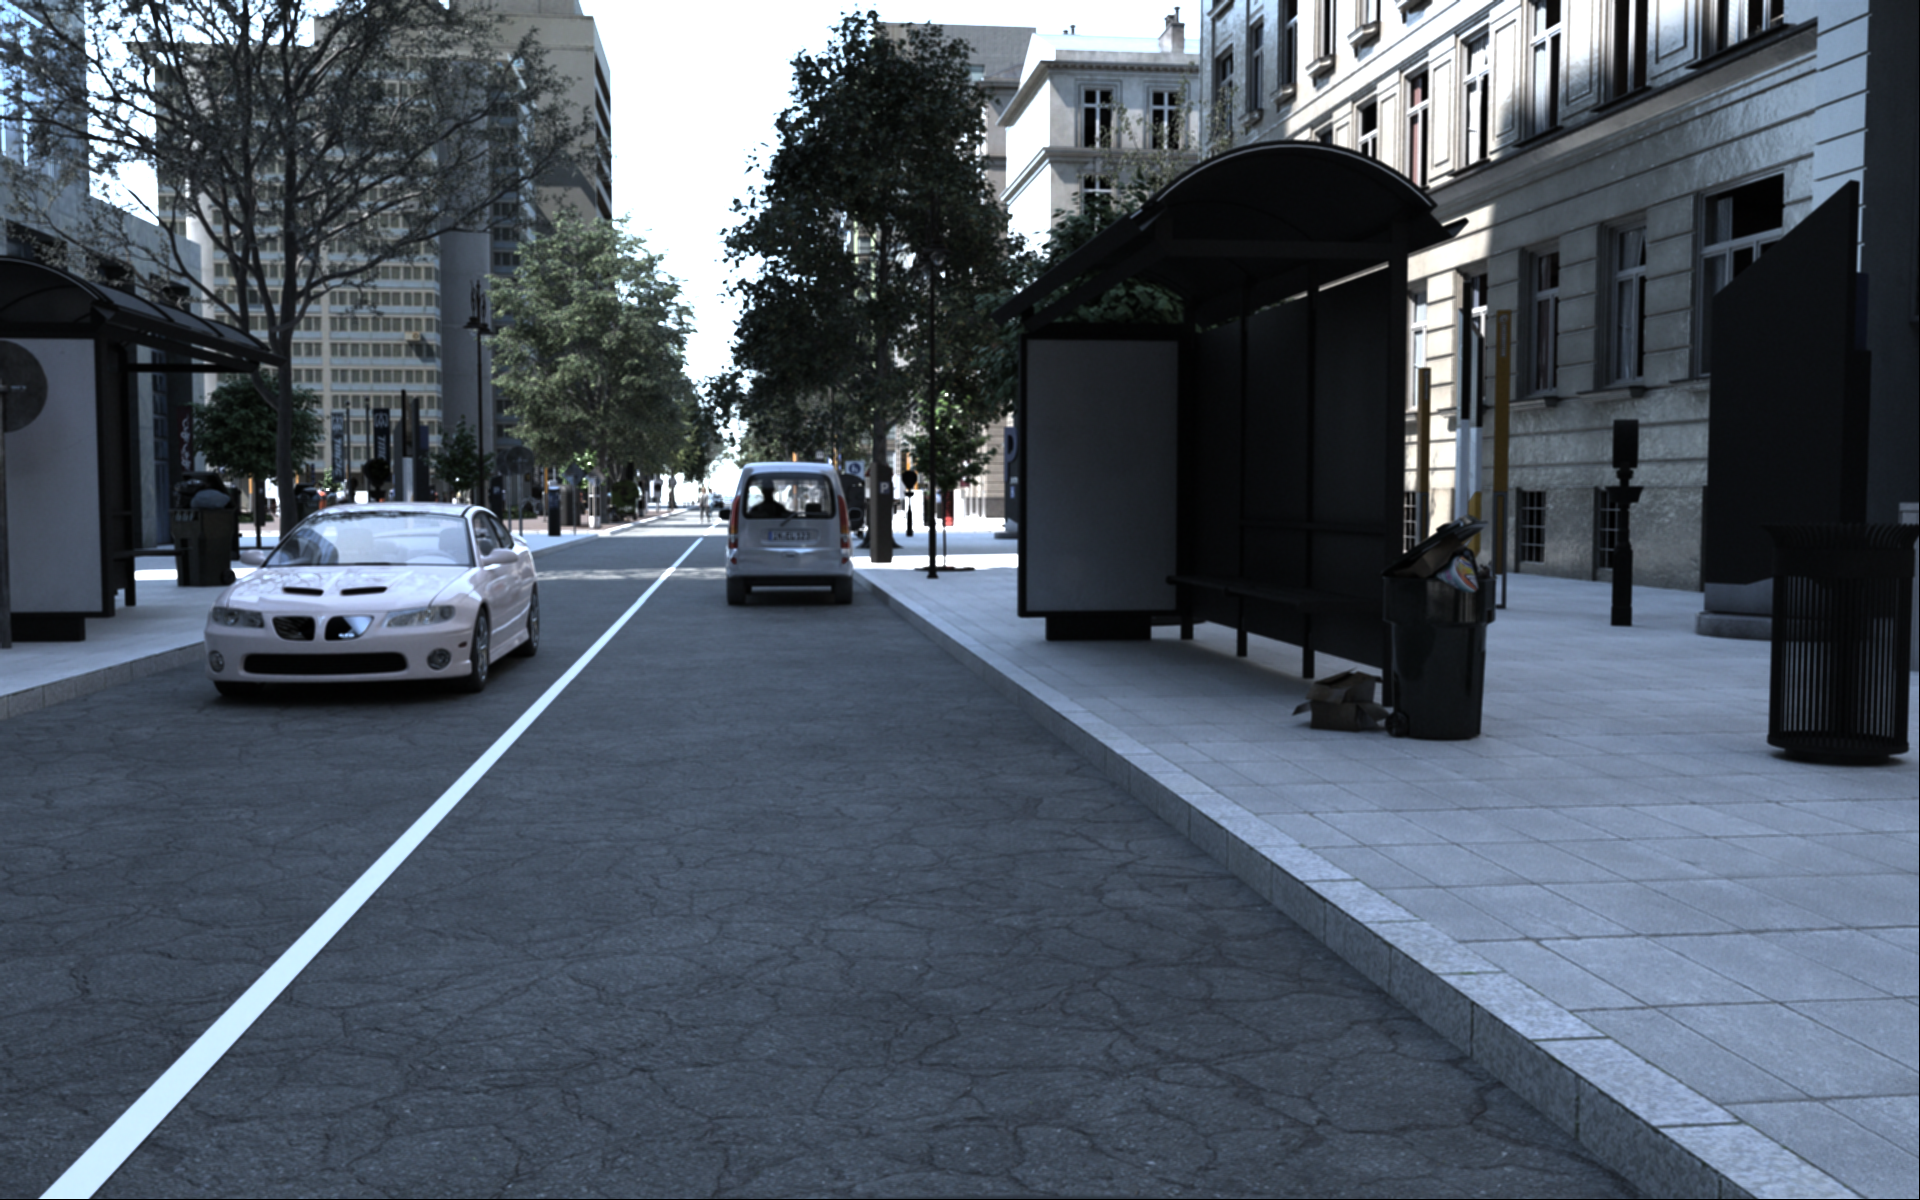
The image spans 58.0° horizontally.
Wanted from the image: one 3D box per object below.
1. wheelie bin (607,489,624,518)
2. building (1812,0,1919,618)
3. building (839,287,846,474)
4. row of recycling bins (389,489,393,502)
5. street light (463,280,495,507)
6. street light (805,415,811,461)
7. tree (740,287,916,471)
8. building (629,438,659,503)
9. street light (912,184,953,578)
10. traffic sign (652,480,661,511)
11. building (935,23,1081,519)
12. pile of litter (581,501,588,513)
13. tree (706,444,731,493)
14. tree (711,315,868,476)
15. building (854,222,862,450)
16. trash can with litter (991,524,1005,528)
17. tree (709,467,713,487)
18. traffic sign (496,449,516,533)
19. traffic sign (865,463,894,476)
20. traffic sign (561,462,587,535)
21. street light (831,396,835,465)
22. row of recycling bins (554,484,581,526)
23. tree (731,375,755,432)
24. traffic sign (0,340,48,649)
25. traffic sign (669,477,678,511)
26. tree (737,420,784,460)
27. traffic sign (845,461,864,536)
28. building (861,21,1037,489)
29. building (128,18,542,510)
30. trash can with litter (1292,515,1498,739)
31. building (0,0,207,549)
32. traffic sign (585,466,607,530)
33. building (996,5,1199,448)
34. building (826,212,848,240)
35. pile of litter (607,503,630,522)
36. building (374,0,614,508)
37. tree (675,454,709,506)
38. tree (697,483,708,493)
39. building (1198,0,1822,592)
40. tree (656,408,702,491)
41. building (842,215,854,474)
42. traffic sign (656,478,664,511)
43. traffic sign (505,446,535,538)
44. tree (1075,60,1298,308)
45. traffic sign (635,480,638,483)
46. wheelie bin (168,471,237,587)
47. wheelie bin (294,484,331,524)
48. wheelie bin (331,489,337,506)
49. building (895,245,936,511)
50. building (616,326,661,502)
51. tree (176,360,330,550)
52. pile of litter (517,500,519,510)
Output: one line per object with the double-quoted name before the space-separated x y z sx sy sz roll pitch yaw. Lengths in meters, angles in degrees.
"wheelie bin" -17.741 -4.980 89.332 0.980 1.594 0.693 -1 4 -23
"building" 16.248 -13.848 3.913 11.434 29.767 29.804 0 4 -7
"building" -11.975 -28.515 237.919 14.160 30.474 14.107 0 4 -7
"row of recycling bins" -39.893 -7.118 123.490 1.069 1.692 3.534 0 4 -4
"street light" -10.395 -3.960 37.541 0.468 5.910 1.993 0 4 -7
"street light" -7.110 -6.571 80.217 0.468 5.910 1.993 0 4 -7
"tree" -5.013 -8.471 72.916 7.601 10.594 8.767 -3 4 -36
"building" -60.487 -25.563 262.999 27.650 21.520 28.899 0 4 -7
"street light" -0.419 -3.269 26.230 0.468 5.910 1.993 0 4 -7
"traffic sign" -22.458 -7.713 128.235 0.606 2.300 0.079 0 4 -7
"building" 5.425 -18.655 102.268 12.463 27.353 25.104 0 4 -7
"pile of litter" -25.740 -6.330 117.462 1.176 0.858 1.719 -1 4 -22
"tree" -41.388 -22.029 285.923 9.928 11.665 9.643 0 3 0
"tree" -9.387 -11.503 98.440 12.009 13.543 11.850 0 3 0
"building" -3.383 -29.684 168.921 14.154 41.232 14.086 0 4 -7
"trash can with litter" 2.176 -3.351 65.843 2.233 1.210 1.678 3 5 42
"tree" -40.068 -19.548 269.973 4.360 8.622 3.978 0 3 0
"traffic sign" -12.789 -2.999 49.148 0.768 2.556 0.104 0 3 0
"traffic sign" -2.396 -3.162 51.708 0.884 2.594 0.081 0 4 1
"traffic sign" -12.068 -3.093 54.220 0.795 2.450 0.064 0 4 -7
"street light" -4.020 -5.016 54.795 0.468 5.910 1.993 0 4 -7
"row of recycling bins" -16.224 -3.898 70.843 1.069 1.692 3.534 -1 4 -20
"tree" -29.688 -24.568 257.571 12.611 20.169 13.585 0 3 0
"traffic sign" -7.931 -0.870 14.324 0.768 2.556 0.104 0 4 -4
"traffic sign" -22.039 -8.119 132.847 0.768 2.556 0.104 0 4 0
"tree" -19.405 -15.926 178.524 7.486 12.596 7.792 0 3 0
"traffic sign" -3.213 -3.110 52.980 0.606 2.300 0.079 0 4 2
"building" -1.039 -28.816 154.728 14.154 41.232 14.086 0 4 -7
"building" -48.856 -27.753 145.637 32.217 40.220 23.993 0 4 -7
"trash can with litter" 2.307 0.130 9.264 1.055 1.170 0.624 2 4 33
"building" -33.608 -43.848 29.580 31.000 86.520 22.319 0 4 -7
"traffic sign" -13.055 -3.578 62.145 0.795 2.450 0.064 0 4 -7
"building" 19.901 -16.021 81.026 34.723 24.649 14.460 0 4 -7
"building" -10.645 -43.870 259.272 21.231 58.520 28.212 0 4 -7
"pile of litter" -15.772 -4.017 79.650 1.176 0.858 1.719 -1 4 -18
"building" -45.361 -33.336 168.745 21.300 48.544 21.600 0 4 -7
"tree" -29.541 -14.529 187.912 4.360 8.622 3.978 0 3 0
"tree" -38.987 -16.410 262.906 1.663 3.219 1.824 0 3 0
"building" 15.445 -12.284 34.127 16.112 22.955 30.059 0 4 -7
"tree" -23.661 -11.795 143.217 4.737 8.622 4.395 0 3 0
"building" -1.601 -35.005 191.947 23.786 49.044 30.456 0 4 -7
"traffic sign" -23.465 -8.258 135.120 0.768 2.556 0.104 0 4 -5
"traffic sign" -11.567 -2.780 45.566 0.768 2.556 0.104 0 4 -6
"tree" 3.807 -4.906 30.578 4.360 8.622 3.978 0 3 0
"traffic sign" -24.055 -7.822 127.887 0.884 2.594 0.081 0 4 1
"wheelie bin" -10.561 -0.994 24.166 0.980 1.594 0.693 1 4 23
"wheelie bin" -19.597 -2.694 51.947 0.693 1.594 0.980 2 4 31
"wheelie bin" -36.784 -5.694 101.011 0.980 1.594 0.693 0 4 8
"building" 2.108 -17.453 127.156 13.314 21.916 24.055 0 4 -7
"building" -56.823 -31.430 285.575 14.160 30.474 14.107 0 4 -7
"tree" -16.309 -3.465 40.374 4.285 4.588 4.351 0 3 0
"pile of litter" -31.017 -6.678 123.150 1.176 0.858 1.719 -2 4 -28
